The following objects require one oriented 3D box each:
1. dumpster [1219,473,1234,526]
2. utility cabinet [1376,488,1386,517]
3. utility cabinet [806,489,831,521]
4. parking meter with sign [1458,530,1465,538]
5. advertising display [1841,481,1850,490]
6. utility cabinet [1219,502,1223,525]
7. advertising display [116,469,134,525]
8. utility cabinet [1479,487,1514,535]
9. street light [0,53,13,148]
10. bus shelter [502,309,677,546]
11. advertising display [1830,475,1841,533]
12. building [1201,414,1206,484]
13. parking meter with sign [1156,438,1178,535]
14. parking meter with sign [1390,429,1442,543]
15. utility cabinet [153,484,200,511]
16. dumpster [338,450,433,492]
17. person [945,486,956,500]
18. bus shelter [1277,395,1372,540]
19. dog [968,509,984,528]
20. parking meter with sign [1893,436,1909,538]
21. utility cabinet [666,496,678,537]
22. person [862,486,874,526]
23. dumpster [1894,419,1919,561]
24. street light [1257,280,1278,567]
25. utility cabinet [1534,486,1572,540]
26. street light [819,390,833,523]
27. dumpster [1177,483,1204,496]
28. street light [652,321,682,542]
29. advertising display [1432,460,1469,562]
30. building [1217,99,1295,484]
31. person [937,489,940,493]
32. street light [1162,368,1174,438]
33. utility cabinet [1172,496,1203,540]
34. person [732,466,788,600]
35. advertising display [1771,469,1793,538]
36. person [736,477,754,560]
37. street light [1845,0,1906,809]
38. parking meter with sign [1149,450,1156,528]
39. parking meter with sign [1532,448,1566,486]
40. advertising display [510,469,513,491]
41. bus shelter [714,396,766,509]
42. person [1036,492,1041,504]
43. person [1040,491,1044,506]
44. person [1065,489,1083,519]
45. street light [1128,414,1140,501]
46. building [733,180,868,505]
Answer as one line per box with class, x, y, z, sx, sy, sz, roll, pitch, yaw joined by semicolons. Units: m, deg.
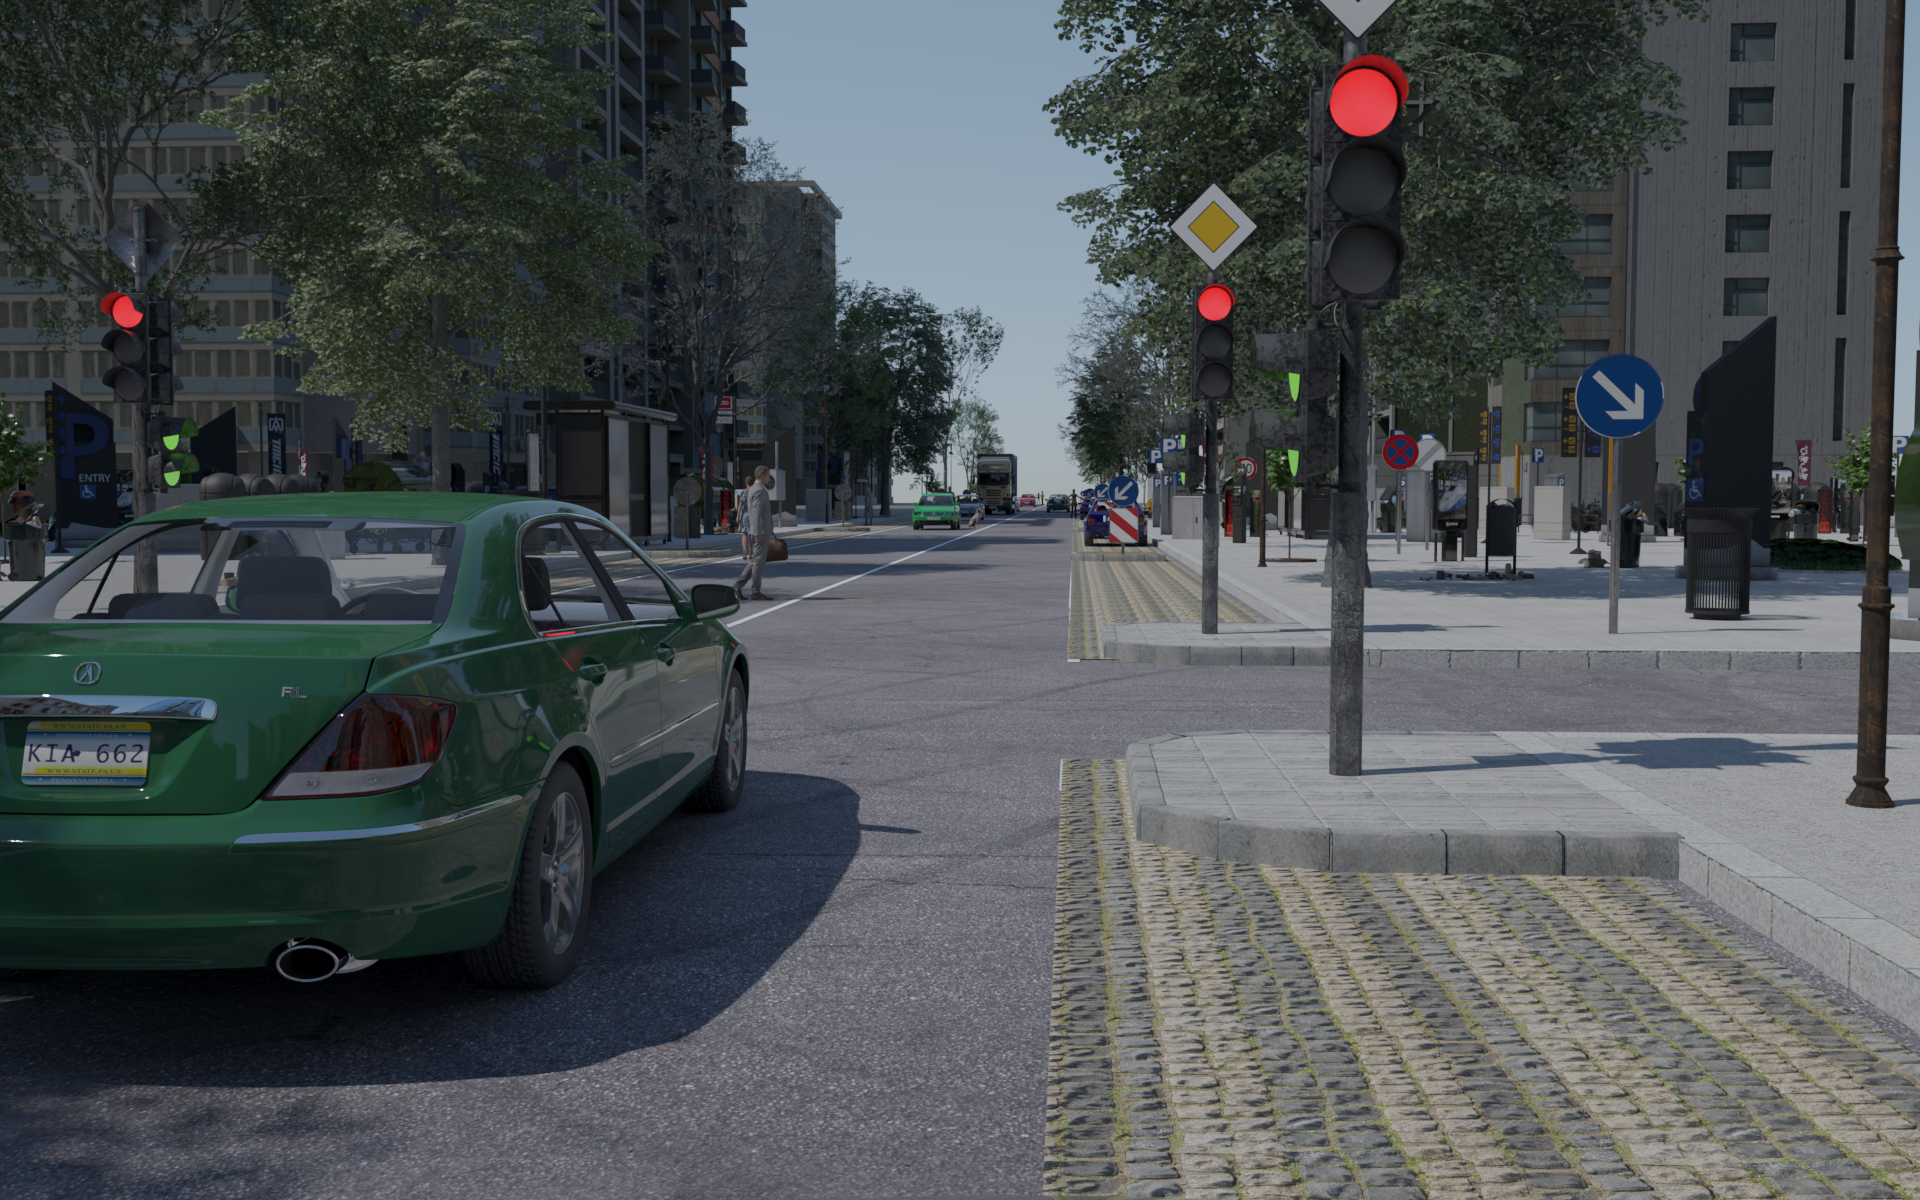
dumpster;10.602;-3.875;65.852;1.502;2.255;1.985;0;4;4
utility cabinet;16.645;-3.612;67.742;1.173;1.500;0.318;0;4;2
utility cabinet;-6.647;-4.444;81.341;1.173;1.500;0.318;0;4;6
parking meter with sign;14.207;-3.320;50.543;1.738;3.016;0.543;-2;4;-34
advertising display;32.437;-3.573;63.626;0.974;1.923;0.123;0;4;-5
utility cabinet;10.800;-3.752;70.024;1.173;1.500;0.318;3;4;37
advertising display;-21.710;-2.452;45.309;0.123;1.923;0.974;2;4;32
utility cabinet;16.416;-2.710;52.984;0.318;1.500;1.173;-2;4;-26
street light;-9.836;-2.693;16.819;0.468;5.910;1.993;0;4;4
bus shelter;-8.635;-3.825;40.165;2.179;5.291;8.768;0;4;4
advertising display;29.065;-3.200;57.535;0.123;1.923;0.974;2;4;24
building;44.220;-35.368;232.888;22.147;44.769;28.867;0;4;4
parking meter with sign;6.566;-3.572;54.656;0.543;3.016;1.738;0;4;5
parking meter with sign;12.304;-3.055;46.211;0.543;3.016;1.738;-2;4;-34
utility cabinet;-17.081;-1.792;37.984;1.173;1.500;0.318;-2;4;-28
dumpster;-12.489;-2.158;37.783;1.502;2.255;1.985;0;4;4
person;-0.509;-4.614;84.038;0.694;1.812;0.767;-1;4;-20
bus shelter;10.715;-4.586;52.612;2.179;5.291;8.768;0;4;4
dog;0.579;-3.477;73.679;0.513;0.831;0.800;-3;4;-38
parking meter with sign;27.834;-3.345;50.954;0.543;3.016;1.738;1;4;12
utility cabinet;-8.975;-2.517;52.318;0.306;1.237;1.020;2;4;35
person;-4.123;-4.256;78.187;0.391;1.810;0.635;-3;5;-41
dumpster;4.933;-0.269;6.891;1.502;2.255;1.985;0;4;4
street light;5.323;-3.518;30.307;0.468;5.910;1.993;0;4;4
utility cabinet;16.586;-2.433;48.460;0.318;1.500;1.173;-1;4;-21
street light;-5.851;-6.316;76.046;0.468;5.910;1.993;0;4;4
dumpster;9.365;-3.990;71.000;1.264;1.857;1.865;0;4;4
street light;-7.819;-4.501;46.385;0.468;5.910;1.993;0;4;4
advertising display;9.338;-1.699;32.995;0.974;1.923;0.123;-3;4;-38
building;41.557;-35.656;206.669;21.300;48.544;21.600;0;4;4
person;-1.363;-5.963;106.544;0.990;1.755;0.434;-3;5;-43
street light;7.215;-5.327;59.882;0.468;5.910;1.993;0;4;4
utility cabinet;6.534;-2.315;49.009;1.020;1.237;0.306;1;4;21
person;-2.694;-0.903;23.385;0.853;1.813;0.709;-1;4;-18
advertising display;20.607;-2.372;43.998;0.974;1.923;0.123;1;4;12
person;-4.535;-1.770;37.530;0.616;1.811;0.778;0;4;-2
street light;3.754;-2.090;6.966;0.468;5.910;1.993;0;4;4
parking meter with sign;7.621;-4.325;66.971;0.543;3.016;1.738;0;4;4
parking meter with sign;22.293;-4.202;64.964;0.543;3.016;1.738;-2;4;-28
advertising display;-11.739;-2.451;45.286;0.123;1.923;0.974;-1;4;-15
bus shelter;-8.786;-5.861;73.464;2.179;5.291;8.768;0;4;4
person;11.152;-14.487;246.178;1.217;1.723;0.721;0;4;7
person;10.080;-12.480;212.560;0.705;1.823;1.348;-1;4;-19
person;6.651;-5.595;100.692;1.217;1.735;0.721;1;4;23
street light;9.192;-7.187;90.295;0.468;5.910;1.993;0;4;4
building;-27.537;-31.265;203.068;32.217;40.220;23.993;0;4;4
